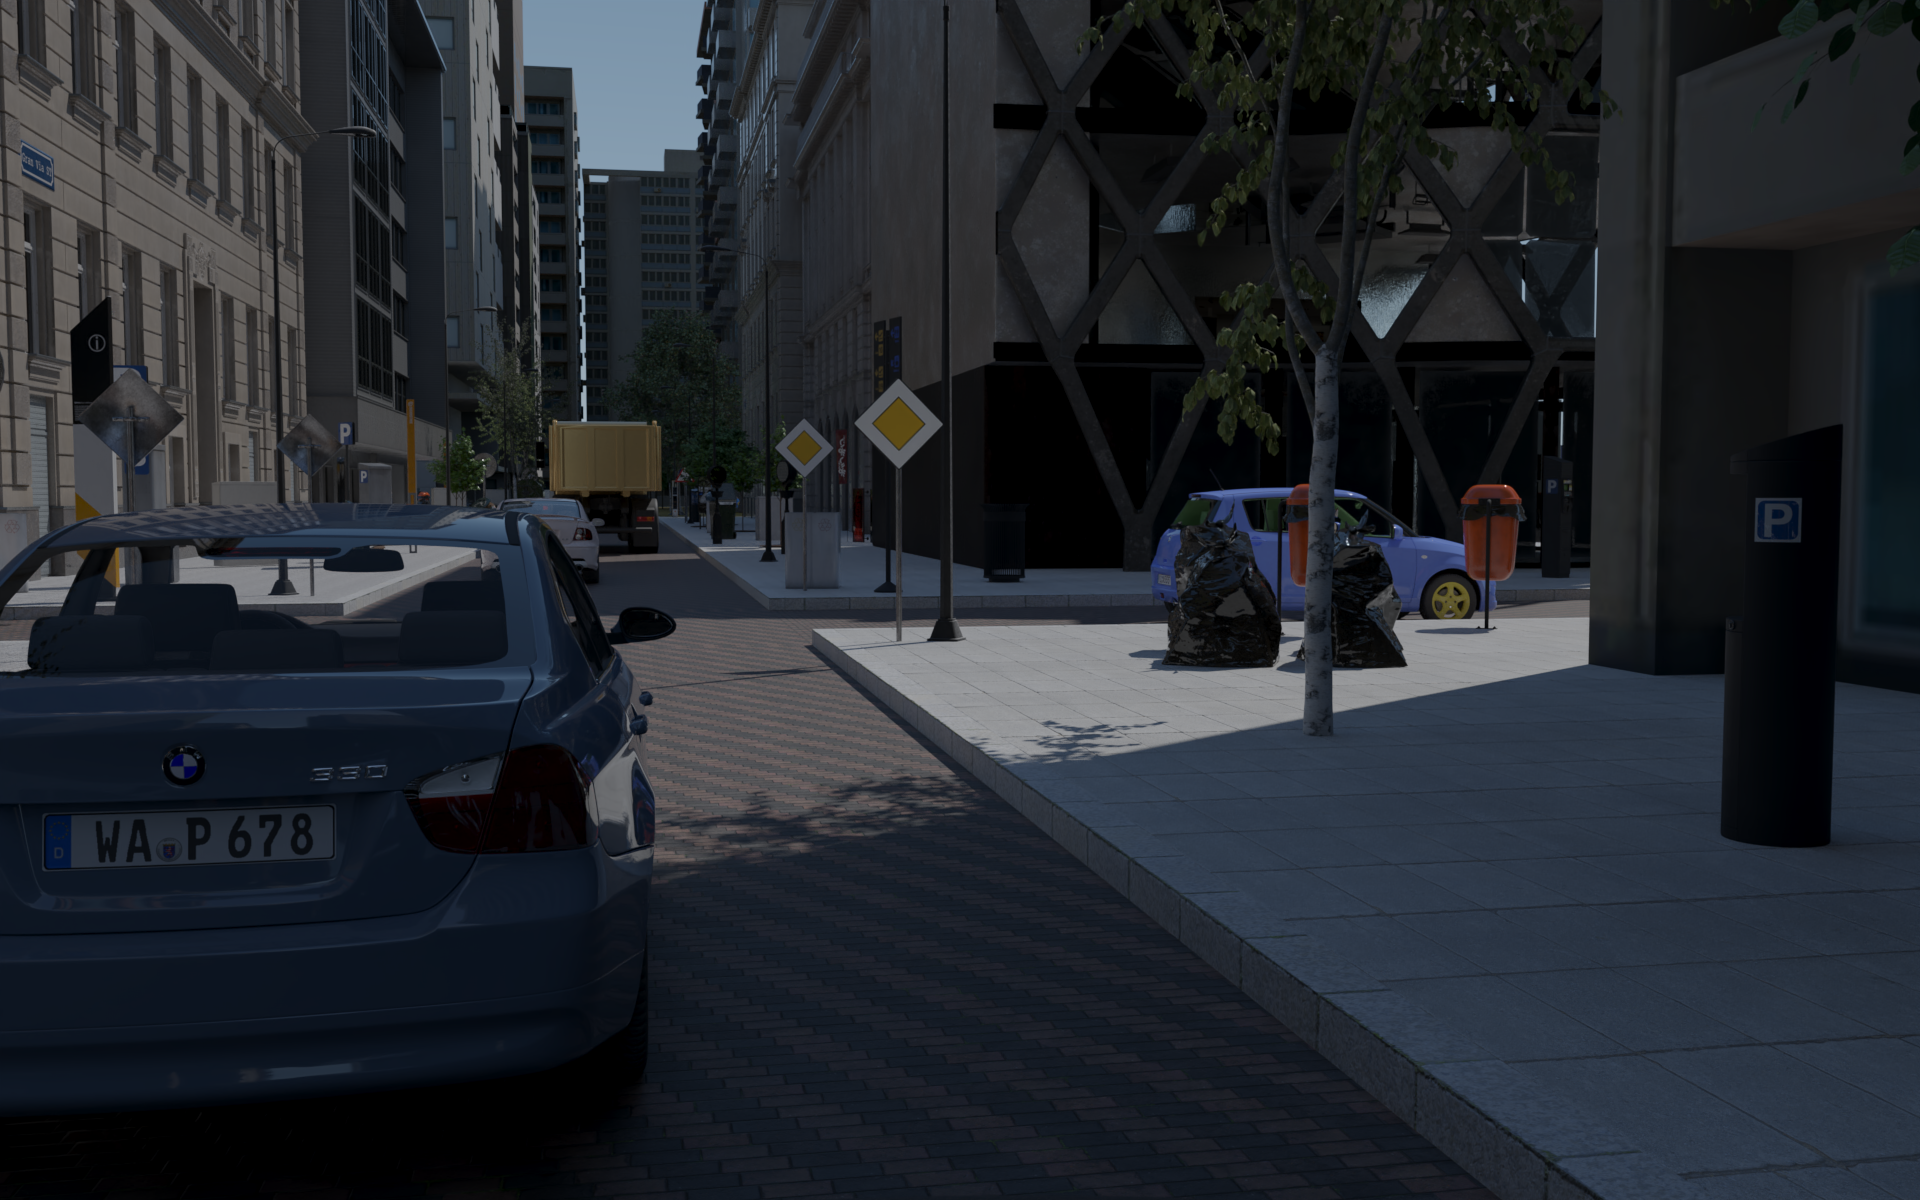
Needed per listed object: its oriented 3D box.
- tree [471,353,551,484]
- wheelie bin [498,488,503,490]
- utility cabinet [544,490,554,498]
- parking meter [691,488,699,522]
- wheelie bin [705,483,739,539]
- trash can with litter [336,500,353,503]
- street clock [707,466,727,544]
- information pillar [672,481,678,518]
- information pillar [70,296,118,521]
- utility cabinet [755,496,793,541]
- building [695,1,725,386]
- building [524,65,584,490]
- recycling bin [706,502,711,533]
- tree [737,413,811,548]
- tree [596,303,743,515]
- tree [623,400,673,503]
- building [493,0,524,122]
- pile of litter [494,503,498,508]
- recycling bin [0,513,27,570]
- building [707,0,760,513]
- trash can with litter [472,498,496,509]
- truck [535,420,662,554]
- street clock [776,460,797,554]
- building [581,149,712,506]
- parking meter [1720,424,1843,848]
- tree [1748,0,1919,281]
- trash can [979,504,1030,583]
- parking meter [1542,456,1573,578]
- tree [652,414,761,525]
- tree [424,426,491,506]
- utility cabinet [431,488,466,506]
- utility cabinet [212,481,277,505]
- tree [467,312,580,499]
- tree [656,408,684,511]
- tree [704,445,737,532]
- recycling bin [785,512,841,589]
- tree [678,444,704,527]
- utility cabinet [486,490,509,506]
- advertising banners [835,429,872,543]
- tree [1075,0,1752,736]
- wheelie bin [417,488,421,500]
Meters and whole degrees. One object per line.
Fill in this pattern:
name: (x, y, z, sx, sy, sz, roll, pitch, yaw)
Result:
tree: (-22.859, -8.508, 89.462, 4.737, 8.622, 4.395, 0, 3, 0)
wheelie bin: (-23.684, -4.971, 89.180, 0.693, 1.594, 0.980, 0, 4, 3)
utility cabinet: (-22.241, -5.201, 93.710, 0.318, 1.500, 1.173, -2, 4, -32)
parking meter: (-12.009, -4.289, 78.539, 0.372, 1.533, 0.369, 0, 3, 0)
wheelie bin: (-6.777, -2.525, 49.186, 0.980, 1.594, 0.693, -2, 4, -28)
trash can with litter: (-11.427, -1.322, 33.010, 0.624, 1.170, 1.055, 2, 4, 34)
street clock: (-6.220, -2.432, 44.340, 0.471, 2.002, 0.358, -2, 4, -31)
information pillar: (-15.540, -5.502, 94.451, 0.304, 2.012, 0.304, -1, 4, -10)
information pillar: (-10.285, -1.790, 20.617, 0.504, 3.616, 0.183, 0, 4, 2)
utility cabinet: (-5.149, -2.253, 47.992, 1.020, 1.237, 0.306, -2, 4, -26)
building: (-12.368, -30.706, 156.667, 22.147, 44.769, 28.867, -1, 4, -11)
building: (-52.157, -34.487, 187.569, 21.600, 48.544, 21.300, -1, 4, -11)
recycling bin: (-7.893, -2.723, 57.070, 0.722, 1.027, 0.722, 1, 4, 14)
tree: (-4.263, -2.876, 41.623, 1.663, 3.219, 1.824, 0, 3, 0)
tree: (-16.974, -11.433, 103.945, 9.611, 12.733, 9.660, 0, 3, 0)
tree: (-27.610, -13.521, 155.483, 7.601, 10.594, 8.767, -1, 4, -19)
building: (-42.835, -30.030, 141.105, 14.600, 45.320, 14.200, -1, 4, -11)
pile of litter: (-22.318, -4.260, 83.614, 1.719, 0.858, 1.176, -2, 4, -33)
recycling bin: (-12.598, -0.609, 22.519, 0.722, 1.027, 0.722, -3, 5, -40)
building: (-6.917, -31.049, 127.255, 23.786, 49.044, 30.456, -1, 4, -11)
trash can with litter: (-14.696, -2.542, 52.948, 0.624, 1.170, 1.055, 1, 4, 15)
truck: (-9.316, -3.004, 45.044, 3.469, 3.379, 9.791, -1, 4, -13)
street clock: (-3.685, -1.974, 36.851, 0.358, 2.002, 0.471, -3, 5, -39)
building: (-30.920, -30.959, 198.056, 23.993, 40.220, 32.217, -1, 4, -11)
parking meter: (3.039, 0.122, 6.414, 0.372, 1.533, 0.369, 0, 3, 0)
tree: (3.193, -1.200, 3.329, 4.285, 4.588, 4.351, 0, 3, 0)
trash can: (0.646, -0.832, 25.256, 0.748, 1.137, 0.748, 0, 3, 0)
parking meter: (9.143, -1.271, 26.500, 0.255, 1.863, 0.399, -2, 4, -32)
tree: (-9.818, -5.351, 71.199, 4.285, 4.588, 4.351, 0, 3, 0)
tree: (-14.109, -3.353, 49.420, 1.663, 3.219, 1.824, 0, 3, 0)
utility cabinet: (-18.329, -3.268, 62.103, 1.173, 1.500, 0.318, -2, 4, -35)
utility cabinet: (-12.615, -1.347, 30.704, 0.318, 1.500, 1.173, 3, 5, 39)
tree: (-18.011, -7.367, 70.807, 4.360, 8.622, 3.978, 0, 3, 0)
tree: (-21.495, -10.887, 128.366, 4.360, 8.622, 3.978, 0, 3, 0)
tree: (-7.446, -3.923, 58.739, 1.663, 3.219, 1.824, 0, 3, 0)
recycling bin: (-2.013, -0.686, 23.766, 0.722, 1.027, 0.722, 0, 4, -1)
tree: (-10.053, -4.422, 66.903, 1.663, 3.219, 1.824, 0, 3, 0)
utility cabinet: (-22.785, -4.673, 85.077, 1.173, 1.500, 0.318, -3, 4, -36)
advertising banners: (-2.687, -3.053, 46.102, 0.090, 3.025, 2.074, -3, 5, -40)
tree: (2.107, -3.594, 9.122, 4.737, 8.622, 4.395, 0, 3, 0)
wheelie bin: (-29.199, -5.184, 92.672, 0.980, 1.594, 0.693, 1, 4, 14)
